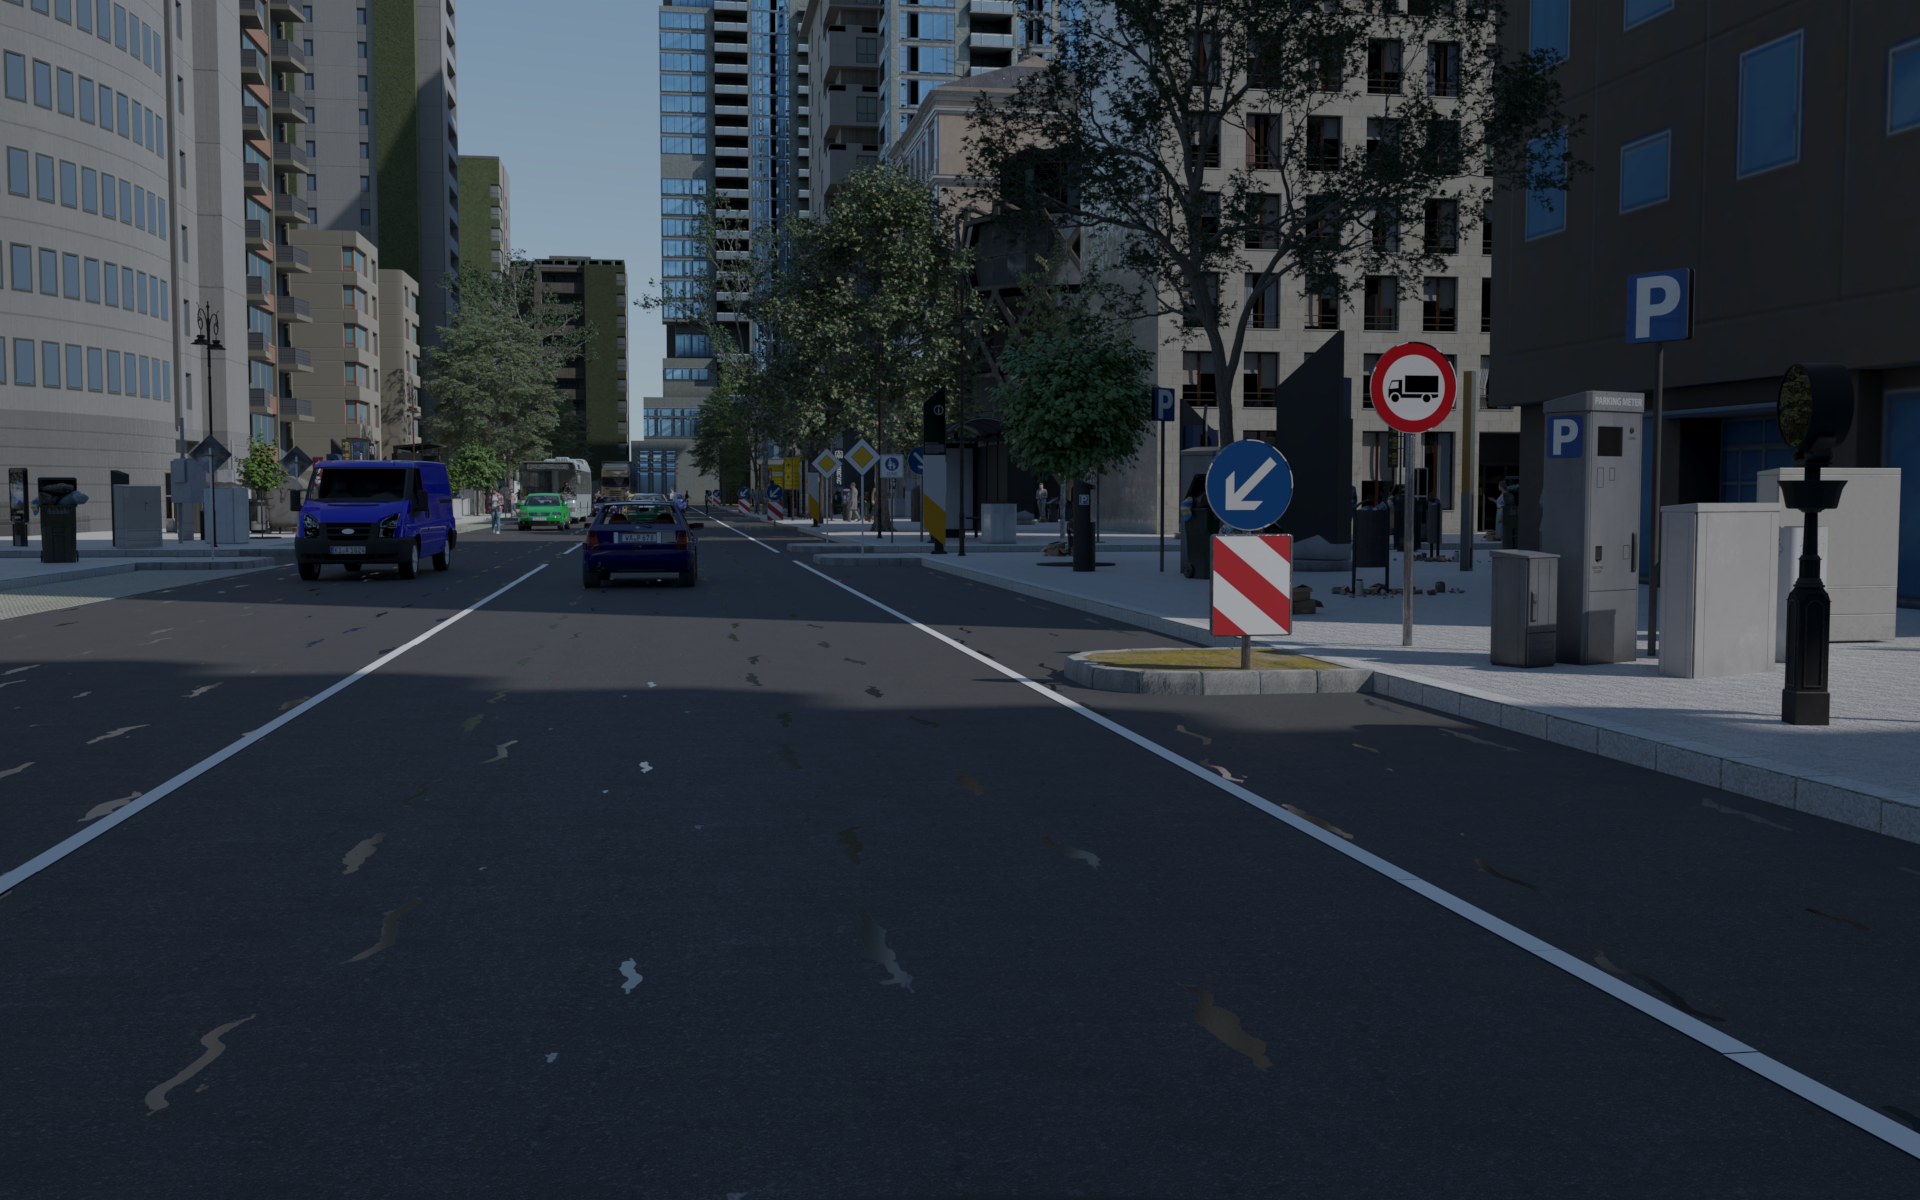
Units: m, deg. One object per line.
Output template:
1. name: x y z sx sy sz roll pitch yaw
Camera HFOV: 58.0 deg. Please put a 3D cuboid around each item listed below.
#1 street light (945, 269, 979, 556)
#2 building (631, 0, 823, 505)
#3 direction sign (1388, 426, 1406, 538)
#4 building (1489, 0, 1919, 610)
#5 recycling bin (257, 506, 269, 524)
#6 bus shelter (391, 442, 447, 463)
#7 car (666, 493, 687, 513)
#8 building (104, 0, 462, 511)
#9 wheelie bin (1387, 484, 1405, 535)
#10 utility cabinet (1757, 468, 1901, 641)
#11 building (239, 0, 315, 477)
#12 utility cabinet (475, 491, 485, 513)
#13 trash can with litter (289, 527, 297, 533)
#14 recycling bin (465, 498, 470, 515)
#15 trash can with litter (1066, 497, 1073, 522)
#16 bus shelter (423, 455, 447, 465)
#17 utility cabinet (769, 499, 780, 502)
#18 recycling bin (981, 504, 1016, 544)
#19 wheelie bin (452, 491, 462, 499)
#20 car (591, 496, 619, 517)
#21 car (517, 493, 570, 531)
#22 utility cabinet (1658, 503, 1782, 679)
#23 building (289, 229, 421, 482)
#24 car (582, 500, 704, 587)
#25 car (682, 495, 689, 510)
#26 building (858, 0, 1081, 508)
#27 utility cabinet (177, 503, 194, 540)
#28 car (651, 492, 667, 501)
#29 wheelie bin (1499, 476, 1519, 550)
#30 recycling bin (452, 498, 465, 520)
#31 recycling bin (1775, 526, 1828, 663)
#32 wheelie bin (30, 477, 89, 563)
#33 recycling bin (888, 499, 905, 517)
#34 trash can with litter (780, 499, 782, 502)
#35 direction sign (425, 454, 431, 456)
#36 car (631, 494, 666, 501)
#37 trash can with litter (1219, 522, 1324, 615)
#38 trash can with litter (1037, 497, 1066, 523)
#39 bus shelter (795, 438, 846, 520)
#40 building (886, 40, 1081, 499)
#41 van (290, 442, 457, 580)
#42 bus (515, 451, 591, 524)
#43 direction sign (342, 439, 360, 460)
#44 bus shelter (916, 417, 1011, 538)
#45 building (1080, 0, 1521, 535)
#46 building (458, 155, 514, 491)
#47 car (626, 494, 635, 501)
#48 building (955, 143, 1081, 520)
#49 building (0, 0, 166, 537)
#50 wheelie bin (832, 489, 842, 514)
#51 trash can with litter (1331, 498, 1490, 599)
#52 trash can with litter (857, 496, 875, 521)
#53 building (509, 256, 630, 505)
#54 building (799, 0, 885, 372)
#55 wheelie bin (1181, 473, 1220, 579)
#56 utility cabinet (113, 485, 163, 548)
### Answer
1. street light: 0.038 -3.849 35.716 0.468 5.910 1.993 -1 4 -10
2. building: -26.132 -55.458 219.415 31.000 86.520 22.319 -1 4 -10
3. direction sign: 12.954 -3.605 50.946 0.379 3.537 0.876 -3 5 -42
4. building: 16.567 -22.688 21.052 14.600 45.320 14.200 -1 4 -10
5. recycling bin: -29.474 -3.738 73.674 0.722 1.027 0.722 -1 4 -17
6. bus shelter: -25.205 -5.486 80.972 1.731 3.624 6.357 -1 4 -10
7. car: -22.100 -7.601 133.864 1.945 1.707 3.694 -1 4 -11
8. building: -63.127 -38.192 166.432 28.212 58.520 21.231 -1 4 -10
9. wheelie bin: 13.774 -2.814 53.921 0.980 1.594 0.693 -2 4 -35
10. utility cabinet: 7.478 -0.384 14.964 1.173 1.500 0.318 -1 4 -11
11. building: -49.255 -27.005 96.150 22.147 44.769 28.867 -1 4 -10
12. utility cabinet: -31.455 -6.409 113.472 0.318 1.500 1.173 0 4 1
13. trash can with litter: -21.673 -2.810 57.332 1.055 1.170 0.624 0 4 -5
14. recycling bin: -29.900 -5.586 103.886 0.722 1.027 0.722 1 4 17
15. trash can with litter: 5.210 -4.218 80.354 1.055 1.170 0.624 0 4 -2
16. bus shelter: -27.477 -5.762 88.131 2.014 3.302 5.546 -1 4 -9
17. utility cabinet: -10.049 -5.216 93.968 0.318 1.500 1.173 0 4 7
18. recycling bin: 1.002 -1.965 44.688 0.722 1.027 0.722 -1 4 -21
19. wheelie bin: -31.705 -6.164 108.693 0.980 1.594 0.693 -3 5 -40
20. car: -22.255 -5.912 109.247 1.945 1.354 3.894 0 4 -8
21. car: -16.555 -3.680 68.966 1.959 1.807 4.718 -1 4 -8
22. utility cabinet: 5.419 -0.074 12.372 1.020 1.237 0.306 -2 4 -34
23. building: -55.633 -17.179 125.923 27.650 21.520 28.899 -1 4 -10
24. car: -5.127 -0.944 28.021 1.945 1.354 3.894 0 4 -8
25. car: -25.717 -8.869 157.370 2.083 1.381 4.827 -1 4 -9
26. building: 1.770 -50.815 143.493 22.319 86.520 31.000 -1 4 -10
27. utility cabinet: -21.648 -2.427 48.355 0.318 1.500 1.173 -2 4 -30
28. car: -13.795 -4.121 77.595 2.015 1.641 3.980 -1 4 -9
29. wheelie bin: 10.114 -1.415 31.038 0.980 1.594 0.693 2 4 32
30. recycling bin: -25.682 -4.586 87.530 0.722 1.027 0.722 1 4 20
31. recycling bin: 6.289 -0.062 13.562 0.722 1.027 0.722 -3 5 -44
32. wheelie bin: -16.823 -1.497 32.384 0.980 1.594 0.693 -2 4 -27
33. recycling bin: -3.514 -5.068 95.412 0.722 1.027 0.722 -3 4 -37
34. trash can with litter: -11.670 -6.314 114.292 2.233 1.210 1.678 1 4 15
35. direction sign: -29.899 -6.408 96.773 0.379 3.537 0.876 2 4 31
36. car: -13.008 -3.703 72.346 2.131 1.459 4.920 -1 4 -9
37. trash can with litter: 3.324 -0.436 18.518 1.055 1.170 0.624 -2 4 -26
38. trash can with litter: 4.007 -4.057 77.717 1.055 1.170 0.624 -2 4 -26
39. bus shelter: -7.353 -6.855 89.705 2.179 5.291 8.768 -1 4 -10
40. building: 3.168 -19.874 110.848 13.634 28.700 20.117 -1 4 -10
41. van: -10.324 -1.614 30.768 2.240 2.365 5.245 0 4 -8
42. bus: -20.019 -5.579 86.079 2.948 3.499 13.247 -1 4 -9
43. direction sign: -25.138 -4.867 71.570 0.379 3.537 0.876 2 4 34
44. bus shelter: 0.184 -3.320 48.214 2.014 3.302 5.546 -1 4 -10
45. building: 13.631 -12.587 60.544 16.860 20.320 10.420 -1 4 -10
46. building: -62.272 -32.270 211.208 14.086 41.232 14.154 -1 4 -10
47. car: -15.107 -4.393 82.045 2.015 1.641 3.980 -1 4 -9
48. building: 7.967 -13.753 92.312 16.820 18.784 16.811 -1 4 -10
49. building: -39.747 -31.703 60.347 21.231 58.520 28.212 -1 4 -10
50. wheelie bin: -7.849 -6.238 109.898 0.693 1.594 0.980 -1 4 -22
51. trash can with litter: 5.668 -0.683 22.224 2.233 1.210 1.678 -1 4 -21
52. trash can with litter: -4.756 -4.700 88.233 0.624 1.170 1.055 3 5 39
53. building: -47.877 -26.997 213.103 14.107 30.474 14.160 -1 4 -10
54. building: -0.659 -35.757 173.867 28.713 52.752 27.495 -1 4 -10
55. wheelie bin: 3.839 -1.122 26.245 0.980 1.594 0.693 -2 4 -28
56. utility cabinet: -19.362 -1.967 40.837 0.318 1.500 1.173 1 4 18
